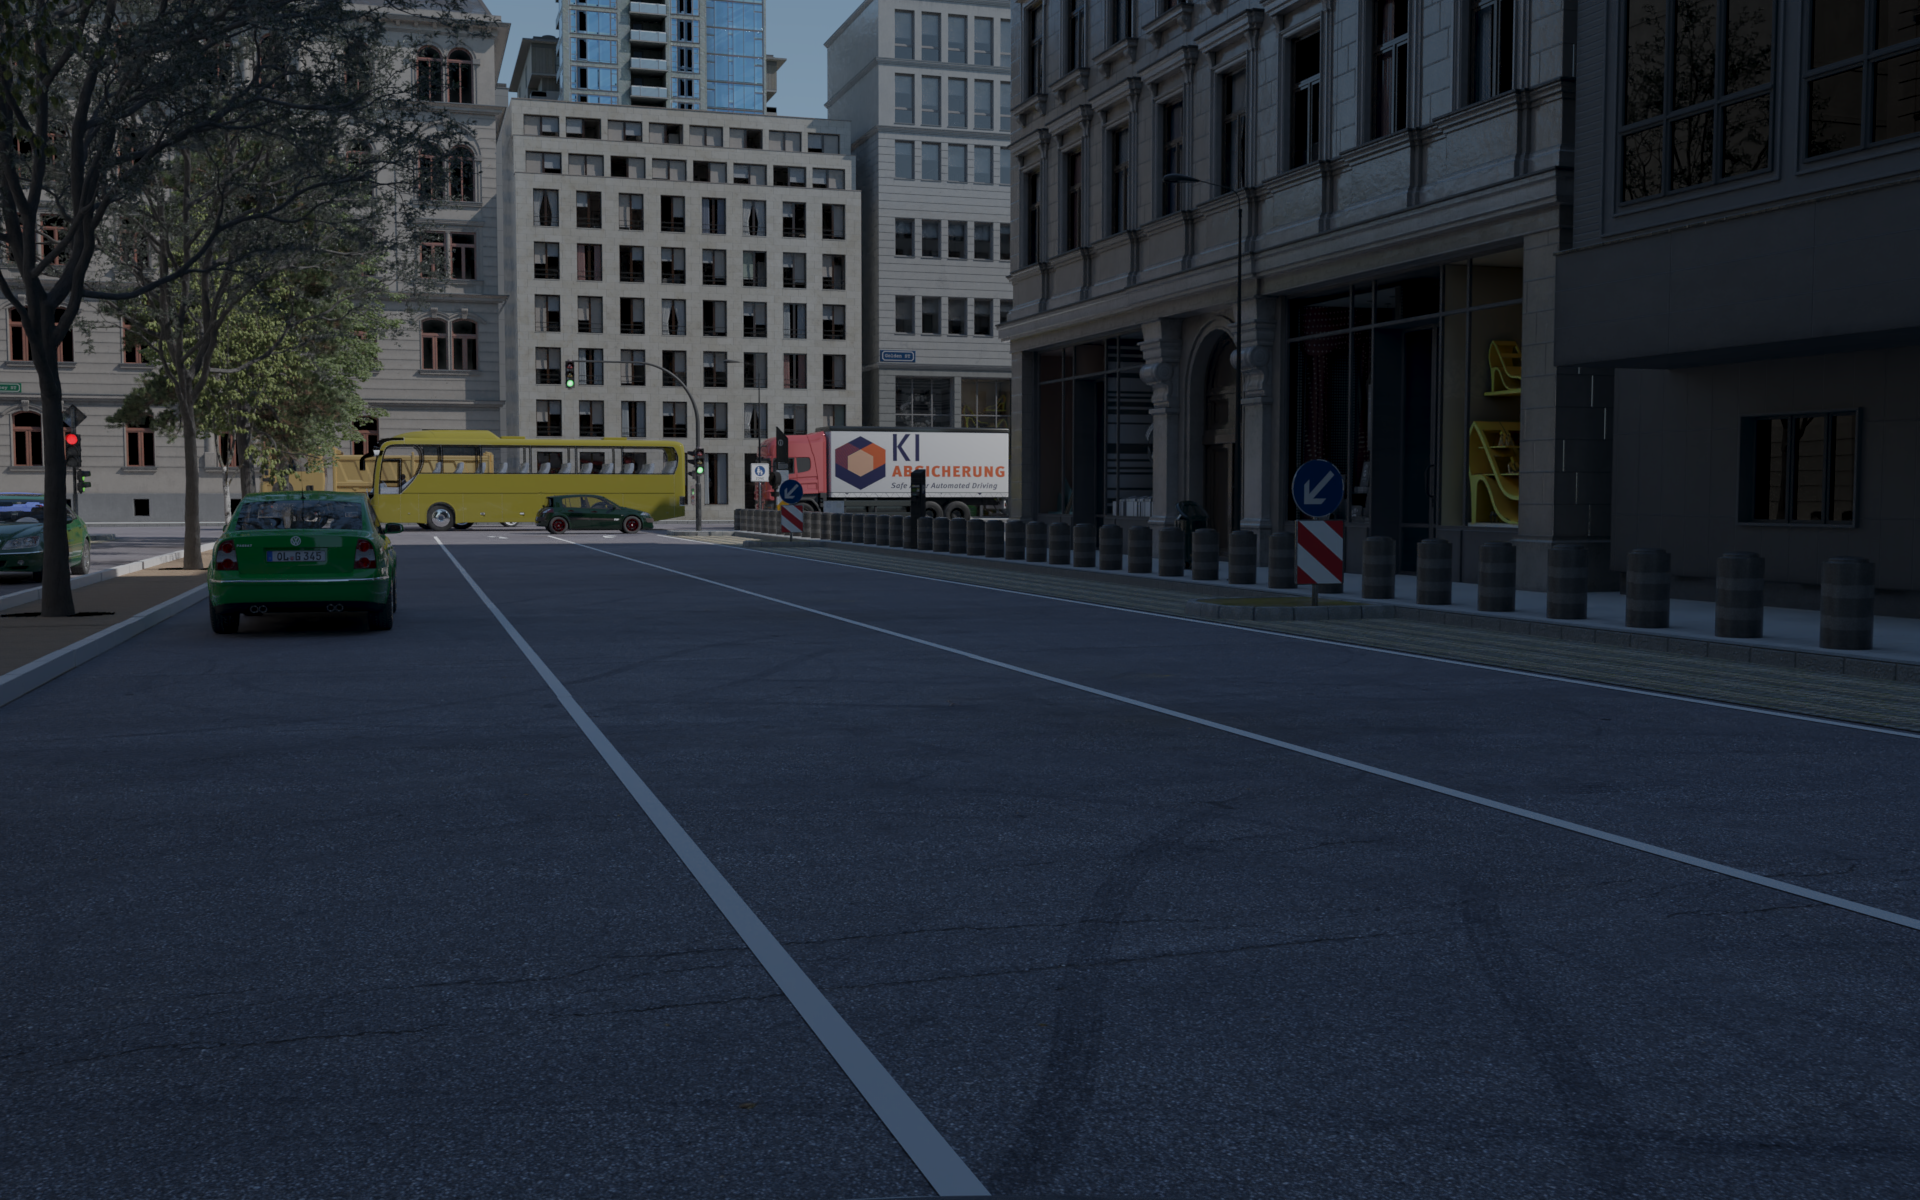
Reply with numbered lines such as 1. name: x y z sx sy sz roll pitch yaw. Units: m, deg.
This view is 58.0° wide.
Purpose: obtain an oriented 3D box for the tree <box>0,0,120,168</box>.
1. tree: -7.097 -3.528 10.500 4.360 8.622 3.978 0 3 0

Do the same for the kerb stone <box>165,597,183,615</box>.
1. kerb stone: -9.410 0.095 20.637 0.120 0.150 1.000 -1 4 -18

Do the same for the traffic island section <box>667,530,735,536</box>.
1. traffic island section: -9.064 -2.317 60.163 2.009 0.180 2.903 -1 4 -18

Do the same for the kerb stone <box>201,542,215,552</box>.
1. kerb stone: -19.305 -1.356 44.433 0.120 0.150 1.000 -1 4 -18

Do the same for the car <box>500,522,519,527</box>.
1. car: -21.346 -4.084 75.439 5.304 1.827 2.281 -1 4 -19

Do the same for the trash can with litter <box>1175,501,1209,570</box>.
1. trash can with litter: 4.057 -1.097 29.327 0.624 1.170 1.055 -1 4 -18

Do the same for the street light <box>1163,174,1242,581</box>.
1. street light: 3.601 -3.236 25.445 1.470 5.913 1.316 -1 4 -18

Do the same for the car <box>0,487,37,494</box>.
1. car: -37.616 -3.567 67.904 3.694 1.707 1.945 -1 4 -16

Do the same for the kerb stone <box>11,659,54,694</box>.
1. kerb stone: -6.890 0.574 12.815 0.120 0.150 1.000 -1 4 -18

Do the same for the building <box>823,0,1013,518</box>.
1. building: 8.269 -19.539 96.957 29.804 29.767 11.434 -1 4 -18

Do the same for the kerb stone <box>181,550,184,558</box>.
1. kerb stone: -17.408 -1.001 38.566 0.120 0.150 1.000 -1 4 -18

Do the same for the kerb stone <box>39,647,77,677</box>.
1. kerb stone: -7.211 0.514 13.795 0.120 0.150 1.000 -1 4 -18

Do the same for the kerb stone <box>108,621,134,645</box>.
1. kerb stone: -8.147 0.334 16.730 0.120 0.150 1.000 -1 4 -18

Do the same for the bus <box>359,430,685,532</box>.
1. bus: -17.117 -4.682 68.101 12.252 3.916 2.896 -1 4 -19

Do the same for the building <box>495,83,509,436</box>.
1. building: -77.618 -42.780 241.446 28.212 58.520 21.231 -1 4 -18

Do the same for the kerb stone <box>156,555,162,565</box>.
1. kerb stone: -16.141 -0.761 34.651 0.120 0.150 1.000 -1 4 -18

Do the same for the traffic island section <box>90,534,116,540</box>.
1. traffic island section: -27.664 -1.951 54.184 2.009 0.180 2.903 -1 4 -18

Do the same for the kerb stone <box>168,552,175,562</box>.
1. kerb stone: -16.777 -0.882 36.608 0.120 0.150 1.000 -1 4 -18

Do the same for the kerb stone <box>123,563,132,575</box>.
1. kerb stone: -14.888 -0.523 30.740 0.120 0.150 1.000 -1 4 -18

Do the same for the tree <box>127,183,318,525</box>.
1. tree: -17.066 -5.345 40.204 4.737 8.622 4.395 0 3 0

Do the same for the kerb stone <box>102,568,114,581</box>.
1. kerb stone: -14.248 -0.403 28.788 0.120 0.150 1.000 -1 4 -18

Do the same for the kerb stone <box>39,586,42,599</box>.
1. kerb stone: -12.671 -0.104 23.902 0.120 0.150 1.000 -1 4 -18

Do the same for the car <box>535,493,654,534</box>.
1. car: -13.218 -3.234 62.659 4.222 1.686 2.009 -1 4 -19

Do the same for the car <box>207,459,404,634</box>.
1. car: -7.242 -0.644 19.327 1.959 1.807 4.718 -1 4 -17

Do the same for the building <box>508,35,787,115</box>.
1. building: -36.538 -37.445 201.469 28.713 52.752 27.495 -1 4 -18

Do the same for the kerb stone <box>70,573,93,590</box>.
1. kerb stone: -13.621 -0.283 26.827 0.120 0.150 1.000 -1 4 -18

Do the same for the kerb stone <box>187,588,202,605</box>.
1. kerb stone: -10.041 -0.024 22.587 0.120 0.150 1.000 -1 4 -18

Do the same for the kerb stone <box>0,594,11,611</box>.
1. kerb stone: -12.041 0.016 21.944 0.120 0.150 1.000 -1 4 -18

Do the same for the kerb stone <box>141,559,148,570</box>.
1. kerb stone: -15.507 -0.642 32.700 0.120 0.150 1.000 -1 4 -18

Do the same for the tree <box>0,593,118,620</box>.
1. tree: -10.448 -6.535 19.669 12.009 13.543 11.850 0 3 0

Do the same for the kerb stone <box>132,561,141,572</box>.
1. kerb stone: -15.191 -0.579 31.719 0.120 0.150 1.000 -1 4 -18

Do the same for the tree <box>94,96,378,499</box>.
1. tree: -18.911 -7.408 45.634 6.751 12.117 7.091 0 3 0

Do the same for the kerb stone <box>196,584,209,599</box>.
1. kerb stone: -10.359 -0.084 23.562 0.120 0.150 1.000 -1 4 -18

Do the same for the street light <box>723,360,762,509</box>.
1. street light: -7.495 -5.357 60.131 1.470 5.913 1.316 -1 4 -18

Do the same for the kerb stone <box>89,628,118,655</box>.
1. kerb stone: -7.830 0.394 15.750 0.120 0.150 1.000 -1 4 -18

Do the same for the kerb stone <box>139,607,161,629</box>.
1. kerb stone: -8.784 0.215 18.685 0.120 0.150 1.000 -1 4 -18

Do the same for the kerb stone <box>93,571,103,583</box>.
1. kerb stone: -13.941 -0.343 27.801 0.120 0.150 1.000 -1 4 -18

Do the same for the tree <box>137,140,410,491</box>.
1. tree: -20.751 -8.074 52.597 7.486 12.596 7.792 0 3 0

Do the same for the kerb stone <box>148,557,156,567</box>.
1. kerb stone: -15.827 -0.702 33.675 0.120 0.150 1.000 -1 4 -18

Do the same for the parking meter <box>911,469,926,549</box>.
1. parking meter: -0.971 -2.114 40.274 0.255 1.863 0.399 1 4 20

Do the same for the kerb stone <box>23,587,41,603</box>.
1. kerb stone: -12.362 -0.044 22.917 0.120 0.150 1.000 -1 4 -18

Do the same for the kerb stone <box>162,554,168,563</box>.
1. kerb stone: -16.467 -0.821 35.623 0.120 0.150 1.000 -1 4 -18

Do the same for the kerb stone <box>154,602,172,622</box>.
1. kerb stone: -9.100 0.157 19.660 0.120 0.150 1.000 -1 4 -18

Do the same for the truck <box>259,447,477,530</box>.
1. truck: -23.957 -4.532 70.019 9.791 3.379 3.469 -1 4 -17

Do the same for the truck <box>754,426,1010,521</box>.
1. truck: -3.601 -5.144 73.013 11.283 4.237 2.839 -1 4 -19

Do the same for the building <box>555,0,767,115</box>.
1. building: -30.950 -52.498 171.006 22.319 86.520 31.000 -1 4 -18

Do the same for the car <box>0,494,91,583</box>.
1. car: -15.994 -1.064 29.199 2.131 1.459 4.920 -1 4 -16

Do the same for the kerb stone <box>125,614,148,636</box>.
1. kerb stone: -8.468 0.284 17.704 0.120 0.150 1.000 -1 4 -18

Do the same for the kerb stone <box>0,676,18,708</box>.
1. kerb stone: -6.570 0.634 11.831 0.120 0.150 1.000 -1 4 -18

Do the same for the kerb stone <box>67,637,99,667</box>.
1. kerb stone: -7.517 0.454 14.774 0.120 0.150 1.000 -1 4 -18

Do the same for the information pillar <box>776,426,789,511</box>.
1. information pillar: -6.173 -4.205 60.103 0.504 3.616 0.183 -3 5 -42

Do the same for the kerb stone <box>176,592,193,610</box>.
1. kerb stone: -9.724 0.036 21.613 0.120 0.150 1.000 -1 4 -18

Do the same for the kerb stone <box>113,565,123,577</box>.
1. kerb stone: -14.568 -0.463 29.766 0.120 0.150 1.000 -1 4 -18

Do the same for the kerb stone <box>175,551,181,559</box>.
1. kerb stone: -17.101 -0.941 37.588 0.120 0.150 1.000 -1 4 -18
